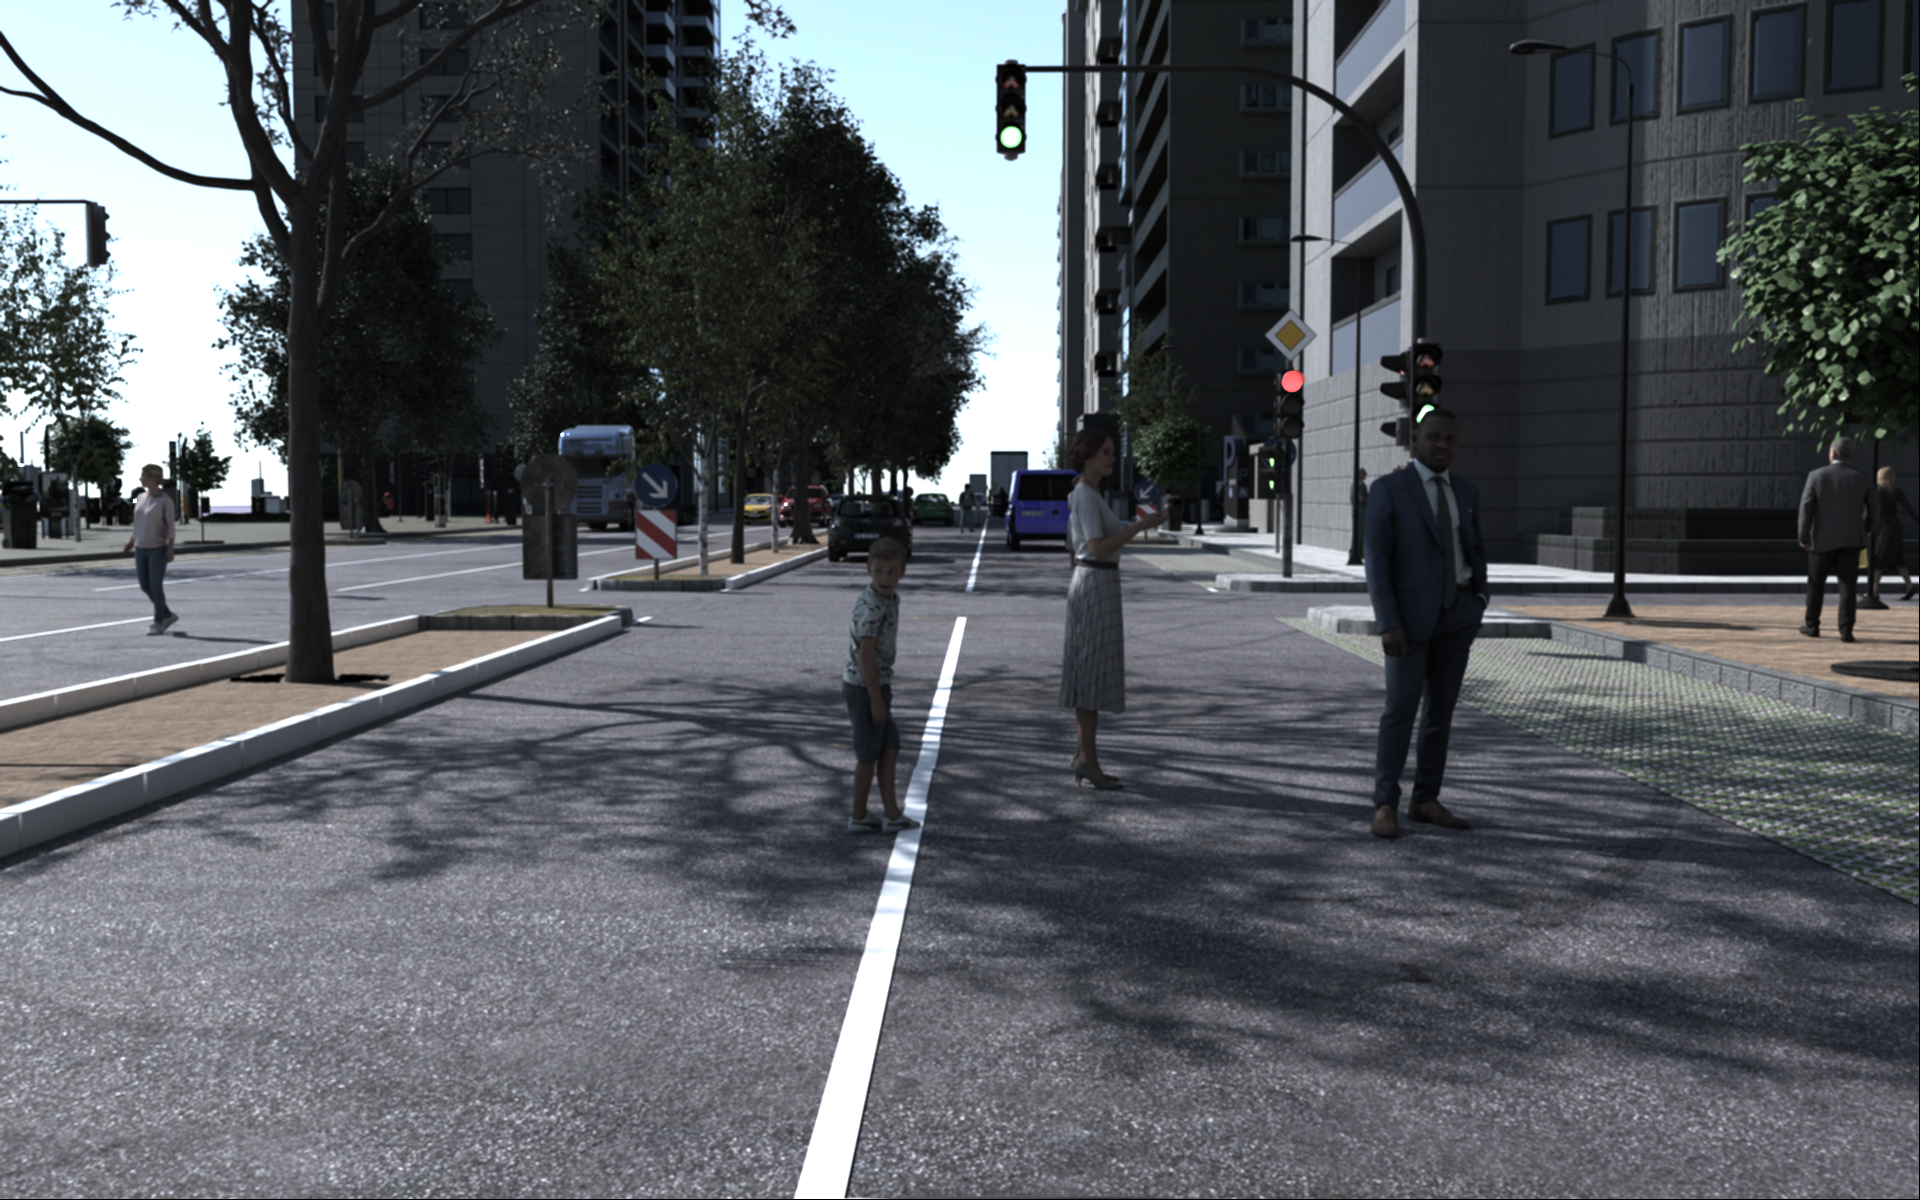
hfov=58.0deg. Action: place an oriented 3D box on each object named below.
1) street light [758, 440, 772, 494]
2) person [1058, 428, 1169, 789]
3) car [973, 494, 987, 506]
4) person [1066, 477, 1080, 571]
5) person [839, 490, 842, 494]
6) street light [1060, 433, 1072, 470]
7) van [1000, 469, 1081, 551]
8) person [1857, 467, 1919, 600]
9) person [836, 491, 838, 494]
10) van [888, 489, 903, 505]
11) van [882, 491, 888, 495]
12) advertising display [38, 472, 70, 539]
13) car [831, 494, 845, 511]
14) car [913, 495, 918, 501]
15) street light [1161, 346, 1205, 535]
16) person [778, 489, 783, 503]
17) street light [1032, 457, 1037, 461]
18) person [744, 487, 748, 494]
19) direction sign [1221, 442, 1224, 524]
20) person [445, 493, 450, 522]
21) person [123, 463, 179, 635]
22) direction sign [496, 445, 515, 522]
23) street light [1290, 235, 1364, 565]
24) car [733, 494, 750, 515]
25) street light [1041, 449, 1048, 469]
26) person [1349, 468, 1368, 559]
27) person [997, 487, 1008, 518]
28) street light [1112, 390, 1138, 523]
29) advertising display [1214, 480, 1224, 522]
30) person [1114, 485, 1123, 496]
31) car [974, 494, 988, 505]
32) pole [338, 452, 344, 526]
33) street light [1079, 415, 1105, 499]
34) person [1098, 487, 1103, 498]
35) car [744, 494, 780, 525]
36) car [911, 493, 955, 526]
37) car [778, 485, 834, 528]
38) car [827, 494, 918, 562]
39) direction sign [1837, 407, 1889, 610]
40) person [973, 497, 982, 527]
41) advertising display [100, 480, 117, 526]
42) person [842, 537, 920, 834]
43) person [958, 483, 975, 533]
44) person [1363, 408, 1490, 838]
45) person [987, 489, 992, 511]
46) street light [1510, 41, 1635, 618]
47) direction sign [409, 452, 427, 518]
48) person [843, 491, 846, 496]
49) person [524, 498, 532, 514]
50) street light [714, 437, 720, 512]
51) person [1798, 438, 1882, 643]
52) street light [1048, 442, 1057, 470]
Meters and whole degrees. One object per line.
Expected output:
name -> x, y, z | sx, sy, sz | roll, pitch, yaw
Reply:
street light -> -16.824, -10.818, 149.410 | 1.470, 5.913, 1.316 | 0, 4, 1
person -> 0.741, 0.036, 8.476 | 0.524, 1.755, 0.480 | 0, 4, 3
car -> 2.315, -12.487, 213.745 | 1.945, 1.707, 3.694 | 0, 4, 3
person -> 2.232, -1.413, 32.176 | 0.524, 1.755, 0.480 | 3, 5, 43
person -> -11.504, -9.642, 166.284 | 0.705, 1.807, 1.348 | 0, 4, 4
street light -> 8.507, -9.771, 132.302 | 1.470, 5.913, 1.316 | 0, 4, 1
van -> 2.191, -2.505, 45.346 | 2.240, 2.365, 5.245 | 0, 4, 0
person -> 12.842, -0.889, 23.254 | 0.699, 1.804, 1.509 | -3, 5, -40
person -> -15.745, -13.168, 222.149 | 0.445, 1.727, 0.742 | 0, 4, 1
van -> -5.298, -8.377, 143.972 | 2.013, 2.044, 4.112 | 0, 4, 0
van -> -10.211, -13.731, 231.511 | 2.013, 2.044, 4.112 | 0, 4, 1
advertising display -> -26.241, -2.750, 50.182 | 0.123, 1.923, 0.974 | 1, 4, 19
car -> -9.015, -6.946, 125.366 | 2.131, 1.459, 4.920 | 0, 4, 3
car -> -4.445, -11.774, 204.874 | 2.083, 1.381, 4.827 | 0, 4, 3
street light -> 7.009, -5.010, 54.461 | 1.470, 5.913, 1.316 | 0, 4, 1
person -> -18.064, -10.285, 174.653 | 0.683, 1.767, 0.568 | -3, 5, -44
street light -> 10.047, -14.810, 214.676 | 1.470, 5.913, 1.316 | 0, 4, 1
person -> -17.573, -8.290, 141.453 | 0.709, 1.838, 0.599 | -1, 4, -12
direction sign -> 11.546, -5.092, 75.253 | 0.379, 3.537, 0.876 | 2, 4, 30
person -> -23.835, -4.483, 79.698 | 0.624, 1.780, 0.694 | 1, 4, 17
person -> -8.253, -0.524, 17.747 | 0.731, 1.740, 0.598 | 1, 4, 11
direction sign -> -20.884, -5.357, 79.578 | 0.876, 3.537, 0.379 | -3, 4, -38
street light -> 6.608, -3.585, 31.163 | 1.470, 5.913, 1.316 | 0, 4, 1
car -> -13.087, -5.949, 109.071 | 2.131, 1.459, 4.920 | 0, 4, 3
street light -> 9.693, -13.390, 191.469 | 1.470, 5.913, 1.316 | 0, 4, 1
person -> 7.988, -1.716, 34.283 | 0.590, 1.801, 0.661 | 0, 4, -4
person -> 2.570, -5.885, 104.651 | 0.705, 1.831, 1.348 | -2, 4, -30
street light -> 7.370, -6.411, 77.362 | 1.470, 5.913, 1.316 | 0, 4, 1
advertising display -> 12.256, -4.595, 80.343 | 0.974, 1.923, 0.123 | -1, 4, -17
person -> 9.492, -6.073, 105.270 | 1.348, 1.831, 0.705 | 1, 4, 9
car -> 2.723, -13.371, 230.414 | 2.131, 1.459, 4.920 | 0, 4, 0
pole -> -24.966, -4.651, 69.887 | 0.158, 3.312, 0.155 | 0, 3, 0
street light -> 7.909, -7.878, 101.341 | 1.470, 5.913, 1.316 | 0, 4, 1
person -> 9.228, -6.552, 113.701 | 0.617, 1.759, 0.750 | -1, 4, -10
car -> -9.294, -4.287, 80.323 | 2.015, 1.641, 3.980 | 0, 4, 1
car -> -1.243, -4.325, 79.511 | 1.959, 1.807, 4.718 | 0, 4, 3
car -> -6.694, -4.093, 75.599 | 2.281, 1.827, 5.304 | 0, 4, 1
car -> -1.943, -1.729, 38.054 | 2.009, 1.686, 4.222 | 0, 3, 0
direction sign -> 10.190, -1.669, 19.288 | 0.876, 3.537, 0.379 | 0, 4, 0
person -> 0.745, -3.832, 75.440 | 0.394, 1.301, 0.425 | 0, 4, 4
advertising display -> -34.766, -4.007, 70.733 | 0.123, 1.923, 0.974 | 0, 4, 5
person -> -0.336, 0.357, 7.340 | 0.332, 1.250, 0.352 | -3, 5, -40
person -> 0.202, -3.329, 62.909 | 0.794, 1.824, 0.713 | 2, 4, 33
person -> 1.992, 0.074, 7.468 | 0.721, 1.800, 0.419 | -2, 4, -27
person -> 2.444, -8.256, 143.447 | 0.705, 1.831, 1.348 | 1, 4, 8
street light -> 6.334, -2.775, 17.914 | 1.470, 5.913, 1.316 | 0, 4, 1
direction sign -> -29.258, -6.211, 93.552 | 0.876, 3.537, 0.379 | -2, 4, -28
person -> -11.804, -10.212, 176.398 | 0.756, 1.711, 0.436 | -1, 4, -19
person -> -20.369, -4.634, 81.685 | 0.514, 1.842, 0.818 | -1, 4, -13
street light -> -17.206, -9.402, 126.260 | 1.470, 5.913, 1.316 | 0, 4, 1
person -> 7.721, -0.541, 15.294 | 0.661, 1.777, 0.834 | 1, 4, 10
street light -> 8.884, -11.172, 155.203 | 1.470, 5.913, 1.316 | 0, 4, 1
